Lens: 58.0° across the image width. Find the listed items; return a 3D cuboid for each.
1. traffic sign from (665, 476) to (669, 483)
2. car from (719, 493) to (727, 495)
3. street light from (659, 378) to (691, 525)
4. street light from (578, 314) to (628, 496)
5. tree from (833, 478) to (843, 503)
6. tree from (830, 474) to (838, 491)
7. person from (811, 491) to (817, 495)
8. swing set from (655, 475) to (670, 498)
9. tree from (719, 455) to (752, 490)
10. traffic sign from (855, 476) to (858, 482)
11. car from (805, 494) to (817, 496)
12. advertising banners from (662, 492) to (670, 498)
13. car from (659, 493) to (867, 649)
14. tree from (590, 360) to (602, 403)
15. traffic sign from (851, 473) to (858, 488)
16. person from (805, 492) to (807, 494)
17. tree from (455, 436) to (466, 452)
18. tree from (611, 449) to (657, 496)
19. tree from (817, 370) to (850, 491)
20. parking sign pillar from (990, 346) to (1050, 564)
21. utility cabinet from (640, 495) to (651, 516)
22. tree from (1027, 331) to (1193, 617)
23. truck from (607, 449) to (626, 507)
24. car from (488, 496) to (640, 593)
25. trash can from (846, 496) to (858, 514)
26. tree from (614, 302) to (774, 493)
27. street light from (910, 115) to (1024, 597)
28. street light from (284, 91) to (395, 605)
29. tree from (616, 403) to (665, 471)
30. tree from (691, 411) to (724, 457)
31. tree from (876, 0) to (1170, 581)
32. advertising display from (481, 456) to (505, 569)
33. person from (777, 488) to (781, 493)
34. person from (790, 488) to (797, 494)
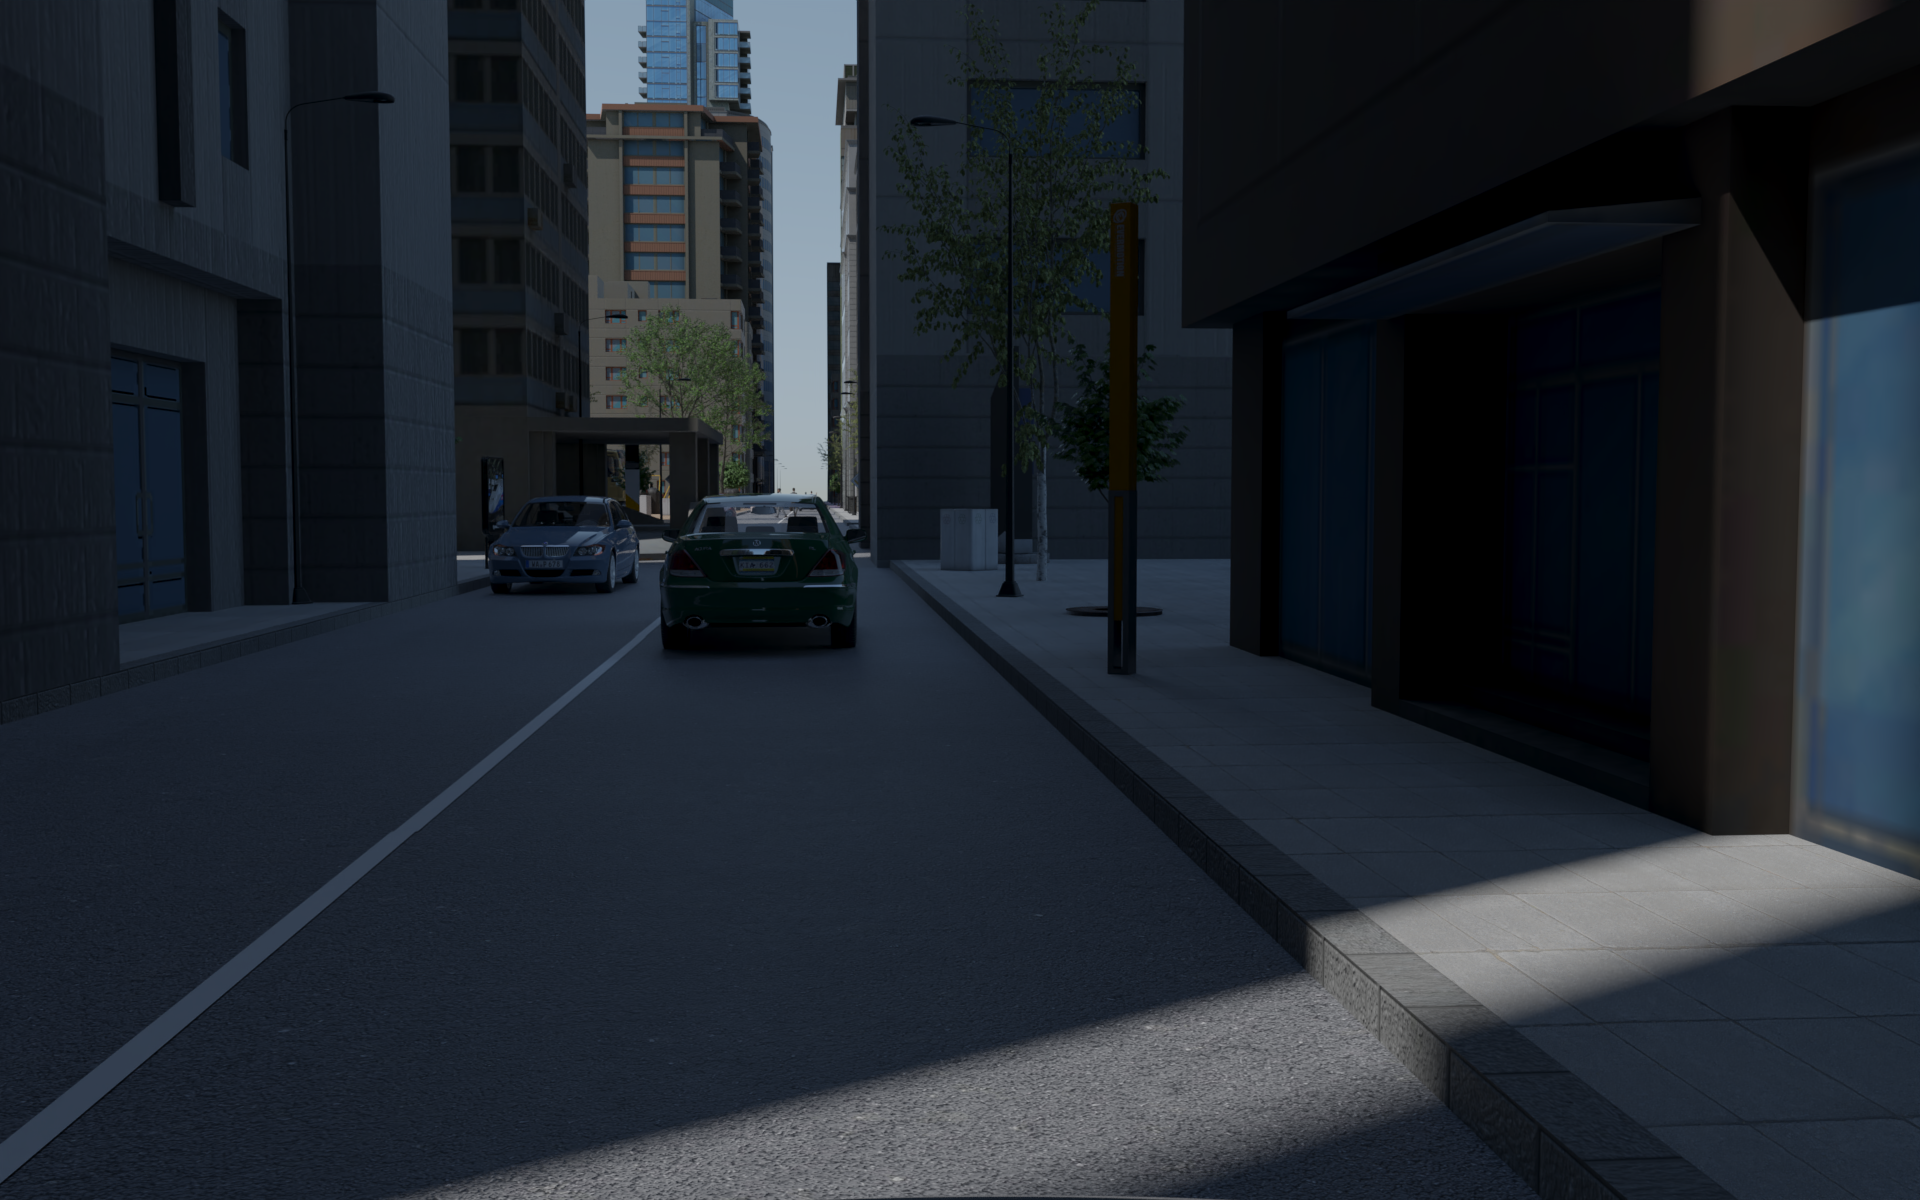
[{"bbox_3d":[-11.601,-4.090,70.507,0.795,2.450,0.064,0,4,-5],"label":"traffic sign"},{"bbox_3d":[-9.204,-3.373,64.187,2.155,1.783,4.494,0,4,-7],"label":"car"},{"bbox_3d":[-11.449,-5.925,69.417,1.470,5.913,1.316,0,4,-5],"label":"street light"},{"bbox_3d":[-9.256,-4.417,44.766,1.470,5.913,1.316,0,4,-5],"label":"street light"},{"bbox_3d":[-17.157,-15.518,248.313,1.663,3.219,1.824,0,3,0],"label":"tree"},{"bbox_3d":[-16.872,-15.893,243.556,4.285,4.588,4.351,0,3,0],"label":"tree"},{"bbox_3d":[-13.216,-8.983,156.172,0.742,1.727,0.445,0,4,6],"label":"person"},{"bbox_3d":[-20.355,-7.832,125.675,2.862,2.851,3.119,-1,4,-16],"label":"swing set"},{"bbox_3d":[-19.044,-9.851,144.772,4.285,4.588,4.351,0,3,0],"label":"tree"},{"bbox_3d":[-3.932,-4.128,71.131,0.795,2.450,0.064,0,4,-5],"label":"traffic sign"},{"bbox_3d":[-12.575,-8.111,144.615,2.014,1.417,4.499,0,4,-5],"label":"car"},{"bbox_3d":[-23.091,-8.707,138.540,2.074,3.025,0.090,0,4,1],"label":"advertising banners"},{"bbox_3d":[-1.984,-0.349,17.509,2.131,1.459,4.920,0,4,-5],"label":"car"},{"bbox_3d":[-18.810,-7.953,80.396,4.360,8.622,3.978,0,3,0],"label":"tree"},{"bbox_3d":[-4.604,-4.614,79.088,0.795,2.450,0.064,0,4,-5],"label":"traffic sign"},{"bbox_3d":[-21.194,-14.065,239.197,0.721,1.736,1.217,1,4,12],"label":"person"},{"bbox_3d":[-8.820,-2.009,27.450,1.663,3.219,1.824,0,3,0],"label":"tree"},{"bbox_3d":[-12.256,-4.361,65.907,1.663,3.219,1.824,0,3,0],"label":"tree"},{"bbox_3d":[-4.848,-8.910,96.047,4.737,8.622,4.395,0,3,0],"label":"tree"},{"bbox_3d":[0.952,-2.677,32.241,1.447,3.967,1.447,-1,4,-16],"label":"parking sign pillar"},{"bbox_3d":[-16.738,-4.946,92.036,0.306,1.237,1.020,-2,4,-34],"label":"utility cabinet"},{"bbox_3d":[1.690,-1.451,18.324,1.663,3.219,1.824,0,3,0],"label":"tree"},{"bbox_3d":[-18.085,-4.760,73.750,9.791,3.379,3.469,0,4,-3],"label":"truck"},{"bbox_3d":[-5.978,-0.889,26.541,2.014,1.417,4.499,0,4,-3],"label":"car"},{"bbox_3d":[-7.037,-6.197,112.966,0.748,1.137,0.748,0,3,0],"label":"trash can"},{"bbox_3d":[-15.172,-10.368,95.277,9.928,11.665,9.643,0,3,0],"label":"tree"},{"bbox_3d":[0.085,-2.992,21.463,1.470,5.913,1.316,0,4,-5],"label":"street light"},{"bbox_3d":[-7.221,-2.909,20.102,1.470,5.913,1.316,0,4,-5],"label":"street light"},{"bbox_3d":[-24.762,-11.322,135.478,4.360,8.622,3.978,0,3,0],"label":"tree"},{"bbox_3d":[-22.407,-12.275,151.060,4.737,8.622,4.395,0,3,0],"label":"tree"},{"bbox_3d":[0.972,-4.583,25.297,4.737,8.622,4.395,0,3,0],"label":"tree"},{"bbox_3d":[-8.101,-1.520,30.068,0.123,1.923,0.974,0,4,2],"label":"advertising display"},{"bbox_3d":[-10.792,-5.835,104.180,0.850,1.792,0.678,0,4,-1],"label":"person"},{"bbox_3d":[-10.297,-6.061,107.557,0.622,1.834,0.822,1,4,9],"label":"person"}]
